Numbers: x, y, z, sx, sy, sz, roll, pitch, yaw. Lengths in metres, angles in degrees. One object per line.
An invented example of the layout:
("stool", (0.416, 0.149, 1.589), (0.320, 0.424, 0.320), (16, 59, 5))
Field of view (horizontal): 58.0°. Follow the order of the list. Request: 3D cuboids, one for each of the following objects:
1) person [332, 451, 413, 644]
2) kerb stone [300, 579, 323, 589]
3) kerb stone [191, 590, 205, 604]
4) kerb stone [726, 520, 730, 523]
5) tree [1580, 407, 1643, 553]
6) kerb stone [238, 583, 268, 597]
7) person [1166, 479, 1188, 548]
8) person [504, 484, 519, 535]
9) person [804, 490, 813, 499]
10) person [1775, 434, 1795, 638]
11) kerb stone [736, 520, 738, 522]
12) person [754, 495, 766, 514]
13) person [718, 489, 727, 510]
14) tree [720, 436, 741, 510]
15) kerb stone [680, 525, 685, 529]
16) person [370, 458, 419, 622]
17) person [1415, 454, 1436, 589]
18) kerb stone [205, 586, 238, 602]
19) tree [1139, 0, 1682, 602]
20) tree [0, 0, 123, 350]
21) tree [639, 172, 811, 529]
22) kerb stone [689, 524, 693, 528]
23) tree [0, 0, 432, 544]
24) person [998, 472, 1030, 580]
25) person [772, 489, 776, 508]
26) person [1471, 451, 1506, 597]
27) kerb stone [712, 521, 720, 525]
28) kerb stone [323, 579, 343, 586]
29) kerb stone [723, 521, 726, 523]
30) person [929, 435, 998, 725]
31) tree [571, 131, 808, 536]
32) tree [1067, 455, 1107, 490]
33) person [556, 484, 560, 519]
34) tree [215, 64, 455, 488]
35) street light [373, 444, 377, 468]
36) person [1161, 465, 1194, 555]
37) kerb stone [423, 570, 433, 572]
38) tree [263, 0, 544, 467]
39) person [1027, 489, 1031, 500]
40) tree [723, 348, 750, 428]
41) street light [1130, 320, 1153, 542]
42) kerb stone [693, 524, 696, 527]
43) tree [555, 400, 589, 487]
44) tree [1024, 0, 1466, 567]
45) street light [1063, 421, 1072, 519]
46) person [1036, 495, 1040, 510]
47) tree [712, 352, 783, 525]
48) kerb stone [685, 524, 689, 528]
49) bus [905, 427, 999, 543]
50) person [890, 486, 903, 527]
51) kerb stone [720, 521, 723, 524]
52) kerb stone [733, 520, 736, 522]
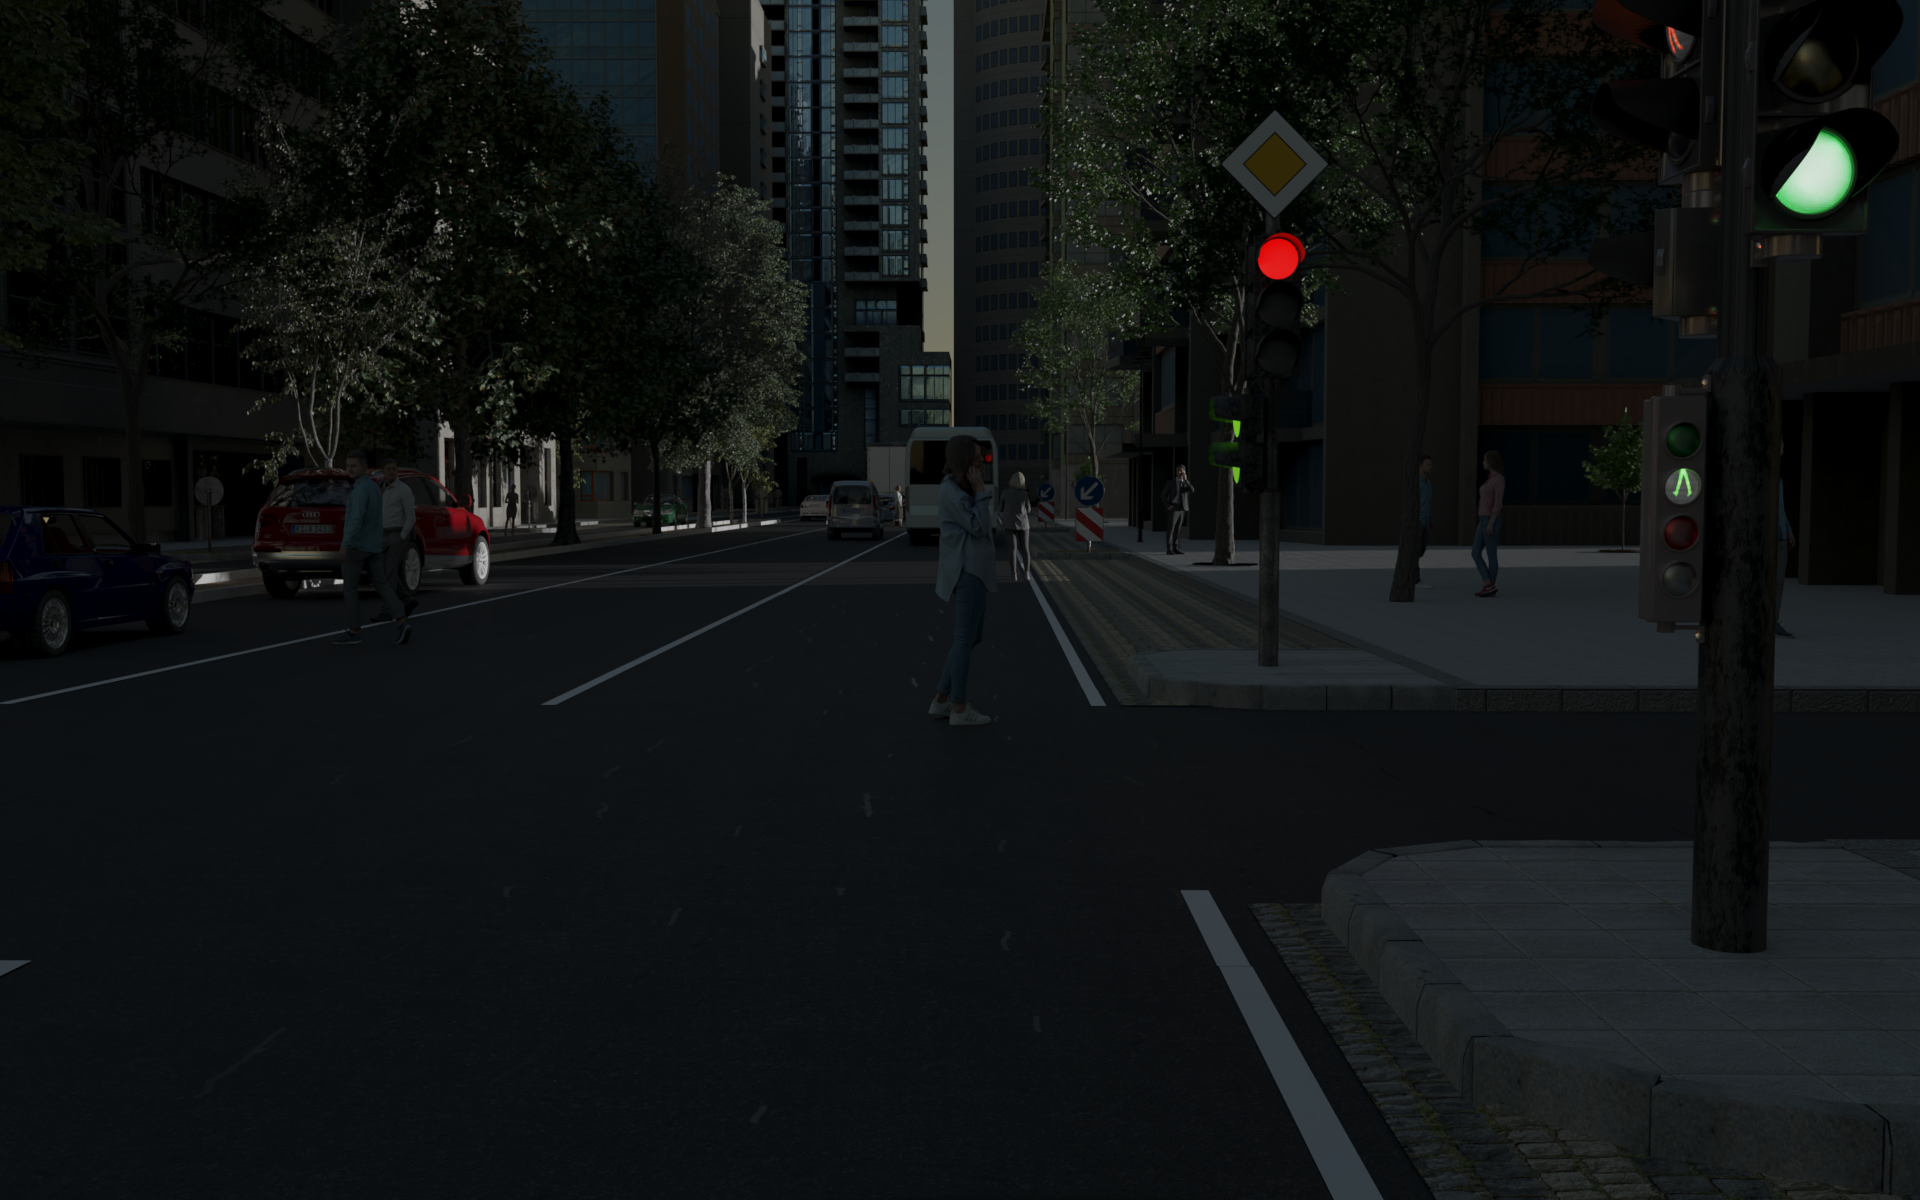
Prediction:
("person", (-5.633, -0.497, 16.481), (0.748, 1.841, 0.638), (1, 4, 14))
("kerb stone", (-10.033, -0.263, 26.489), (0.120, 0.150, 1.000), (0, 4, 1))
("kerb stone", (-10.084, -0.009, 22.388), (0.120, 0.150, 1.000), (0, 4, 1))
("kerb stone", (-11.275, -3.710, 82.862), (0.120, 0.150, 1.000), (0, 4, 1))
("tree", (14.727, -2.662, 38.118), (1.663, 3.219, 1.824), (0, 3, 0))
("kerb stone", (-10.060, -0.136, 24.439), (0.120, 0.150, 1.000), (0, 4, 1))
("person", (5.149, -2.116, 40.984), (0.599, 1.781, 0.374), (-1, 4, -14))
("person", (-15.540, -3.131, 60.027), (0.599, 1.781, 0.374), (-2, 4, -32))
("person", (-13.622, -9.090, 157.250), (1.348, 1.807, 0.705), (1, 4, 20))
("person", (7.207, -0.594, 15.624), (0.638, 1.841, 0.748), (-1, 4, -23))
("kerb stone", (-11.234, -3.899, 85.941), (0.120, 0.150, 1.000), (0, 4, 1))
("person", (-14.546, -7.190, 126.052), (0.705, 1.824, 1.348), (2, 4, 35))
("person", (-19.009, -8.134, 139.768), (1.217, 1.736, 0.721), (1, 4, 21))
("tree", (-18.464, -11.355, 136.014), (4.360, 8.622, 3.978), (0, 3, 0))
("kerb stone", (-11.462, -2.958, 70.553), (0.120, 0.150, 1.000), (0, 4, 1))
("person", (-6.430, -0.671, 19.577), (0.679, 1.850, 0.850), (2, 4, 24))
("person", (6.195, -1.072, 23.594), (0.620, 1.820, 0.660), (2, 4, 32))
("kerb stone", (-10.074, -0.074, 23.413), (0.120, 0.150, 1.000), (0, 4, 1))
("tree", (5.559, -5.244, 20.154), (7.601, 10.594, 8.767), (2, 4, 31))
("tree", (-11.337, -5.808, 15.551), (7.486, 12.596, 7.792), (0, 3, 0))
("tree", (-10.353, -9.810, 69.504), (9.857, 13.997, 8.962), (0, 3, 0))
("kerb stone", (-11.436, -3.082, 72.615), (0.120, 0.150, 1.000), (0, 4, 1))
("tree", (-11.157, -5.308, 23.659), (8.767, 10.594, 7.601), (0, 4, 1))
("person", (0.911, -1.242, 28.989), (0.537, 1.800, 0.526), (0, 4, 5))
("person", (-17.069, -9.360, 159.794), (0.721, 1.743, 1.217), (0, 4, -5))
("person", (6.592, -0.952, 21.626), (0.388, 1.821, 0.555), (-1, 4, -10))
("kerb stone", (-11.323, -3.523, 79.793), (0.120, 0.150, 1.000), (0, 4, 1))
("kerb stone", (-10.017, -0.325, 27.511), (0.120, 0.150, 1.000), (0, 4, 1))
("kerb stone", (-11.294, -3.648, 81.840), (0.120, 0.150, 1.000), (0, 4, 1))
("person", (0.008, -0.123, 10.784), (0.793, 1.790, 0.793), (-2, 4, -29))
("tree", (-10.304, -8.910, 58.504), (12.009, 13.543, 11.850), (0, 3, 0))
("tree", (6.288, -5.495, 84.451), (1.663, 3.219, 1.824), (0, 3, 0))
("person", (-20.630, -5.036, 88.497), (0.853, 1.813, 0.709), (-1, 4, -14))
("tree", (-10.874, -4.707, 29.784), (4.360, 8.622, 3.978), (0, 3, 0))
("street light", (-18.664, -5.041, 55.213), (0.468, 5.910, 1.993), (0, 4, 1))
("person", (4.625, -1.915, 36.719), (0.648, 1.900, 0.474), (-2, 4, -31))
("kerb stone", (-9.934, -0.636, 32.640), (0.120, 0.150, 1.000), (0, 4, 1))
("tree", (-10.769, -7.209, 37.336), (9.611, 12.733, 9.660), (0, 3, 0))
("person", (6.401, -9.411, 160.599), (0.721, 1.739, 1.217), (-1, 4, -11))
("tree", (-10.869, -7.840, 47.646), (9.611, 12.733, 9.660), (0, 3, 0))
("street light", (4.800, -4.476, 45.972), (0.468, 5.910, 1.993), (0, 4, 1))
("kerb stone", (-11.422, -3.146, 73.637), (0.120, 0.150, 1.000), (0, 4, 1))
("tree", (-18.871, -8.046, 81.908), (4.737, 8.622, 4.395), (0, 3, 0))
("tree", (4.921, -6.423, 30.773), (9.928, 11.665, 9.643), (0, 3, 0))
("street light", (5.389, -7.014, 87.467), (0.468, 5.910, 1.993), (0, 4, 1))
("person", (6.397, -8.310, 142.629), (0.721, 1.735, 1.217), (0, 4, -8))
("tree", (-10.200, -7.893, 81.877), (4.737, 8.622, 4.395), (0, 3, 0))
("kerb stone", (-11.443, -3.016, 71.590), (0.120, 0.150, 1.000), (0, 4, 1))
("bus", (-0.319, -3.621, 54.060), (2.948, 3.499, 13.247), (0, 4, -1))
("person", (-2.738, -4.040, 74.784), (0.641, 1.798, 0.478), (1, 4, 10))
("kerb stone", (-11.309, -3.585, 80.817), (0.120, 0.150, 1.000), (0, 4, 1))
("kerb stone", (-11.252, -3.833, 84.919), (0.120, 0.150, 1.000), (0, 4, 1))
